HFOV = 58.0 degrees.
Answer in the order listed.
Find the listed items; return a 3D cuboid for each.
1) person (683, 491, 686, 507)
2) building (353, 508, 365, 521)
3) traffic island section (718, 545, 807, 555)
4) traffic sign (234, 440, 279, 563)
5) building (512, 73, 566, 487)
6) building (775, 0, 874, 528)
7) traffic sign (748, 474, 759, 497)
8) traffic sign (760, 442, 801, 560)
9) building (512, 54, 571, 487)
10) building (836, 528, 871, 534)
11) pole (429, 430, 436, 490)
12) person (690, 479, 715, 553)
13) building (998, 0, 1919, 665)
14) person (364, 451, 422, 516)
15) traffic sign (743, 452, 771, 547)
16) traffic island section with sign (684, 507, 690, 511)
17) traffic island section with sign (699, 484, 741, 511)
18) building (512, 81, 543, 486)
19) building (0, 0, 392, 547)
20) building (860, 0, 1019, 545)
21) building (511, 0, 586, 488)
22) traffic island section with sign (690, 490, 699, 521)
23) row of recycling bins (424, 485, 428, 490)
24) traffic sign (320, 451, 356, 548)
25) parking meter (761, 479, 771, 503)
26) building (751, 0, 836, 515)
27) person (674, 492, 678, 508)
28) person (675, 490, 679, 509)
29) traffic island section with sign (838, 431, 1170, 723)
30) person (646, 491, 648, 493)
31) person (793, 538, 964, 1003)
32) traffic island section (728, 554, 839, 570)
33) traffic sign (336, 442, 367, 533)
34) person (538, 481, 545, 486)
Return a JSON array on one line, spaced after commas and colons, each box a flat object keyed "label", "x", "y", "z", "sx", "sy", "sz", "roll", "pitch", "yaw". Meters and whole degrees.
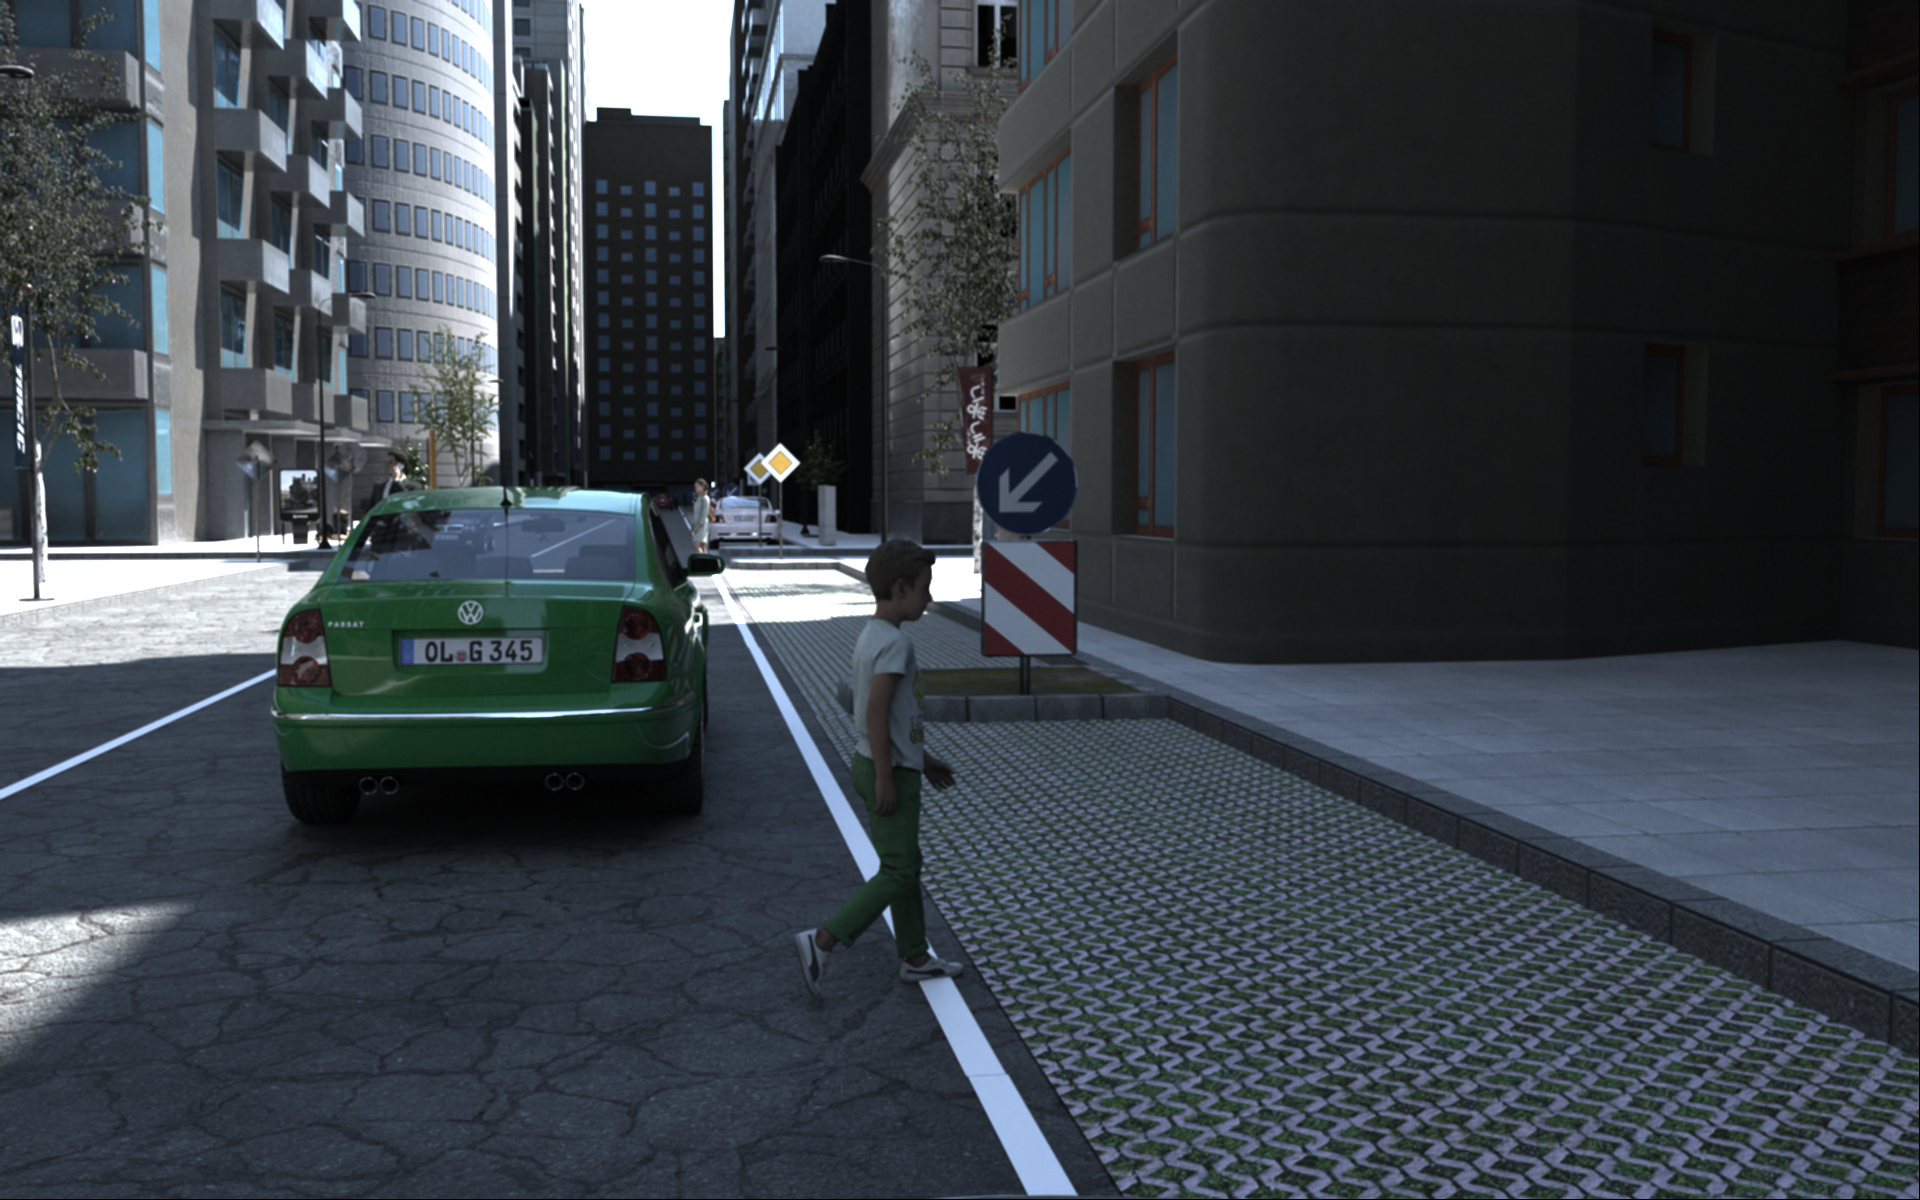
[{"label": "person", "x": -28.016, "y": -10.201, "z": 176.210, "sx": 0.530, "sy": 1.710, "sz": 0.541, "roll": 1, "pitch": 4, "yaw": 18}, {"label": "building", "x": -35.590, "y": -33.569, "z": 90.860, "sx": 21.231, "sy": 58.520, "sz": 28.212, "roll": -1, "pitch": 4, "yaw": -9}, {"label": "traffic island section", "x": -4.787, "y": -1.189, "z": 41.728, "sx": 2.009, "sy": 0.180, "sz": 2.903, "roll": -1, "pitch": 4, "yaw": -9}, {"label": "traffic sign", "x": -13.066, "y": -1.747, "z": 32.206, "sx": 0.795, "sy": 2.450, "sz": 0.064, "roll": -1, "pitch": 4, "yaw": -9}, {"label": "building", "x": -48.140, "y": -27.211, "z": 136.781, "sx": 32.217, "sy": 40.220, "sz": 23.993, "roll": -1, "pitch": 4, "yaw": -9}, {"label": "building", "x": -1.818, "y": -15.298, "z": 79.795, "sx": 12.332, "sy": 23.373, "sz": 15.834, "roll": -1, "pitch": 4, "yaw": -9}, {"label": "traffic sign", "x": -9.923, "y": -4.969, "z": 83.376, "sx": 0.606, "sy": 2.300, "sz": 0.079, "roll": 0, "pitch": 4, "yaw": -5}, {"label": "traffic sign", "x": -3.499, "y": -1.843, "z": 33.770, "sx": 0.795, "sy": 2.450, "sz": 0.064, "roll": -1, "pitch": 4, "yaw": -9}, {"label": "building", "x": -43.122, "y": -28.945, "z": 156.845, "sx": 14.154, "sy": 41.232, "sz": 14.086, "roll": -1, "pitch": 4, "yaw": -9}, {"label": "building", "x": 1.208, "y": -14.316, "z": 63.751, "sx": 12.332, "sy": 23.373, "sz": 15.834, "roll": -1, "pitch": 4, "yaw": -9}, {"label": "pole", "x": -16.698, "y": -3.734, "z": 54.896, "sx": 0.158, "sy": 3.312, "sz": 0.155, "roll": 0, "pitch": 3, "yaw": 0}, {"label": "person", "x": -4.631, "y": -1.317, "z": 31.029, "sx": 0.522, "sy": 1.701, "sz": 0.512, "roll": -2, "pitch": 4, "yaw": -30}, {"label": "building", "x": 16.476, "y": -10.037, "z": 9.141, "sx": 27.650, "sy": 21.520, "sz": 28.899, "roll": -1, "pitch": 4, "yaw": -9}, {"label": "person", "x": -6.175, "y": -0.668, "z": 18.786, "sx": 0.648, "sy": 1.900, "sz": 0.474, "roll": 0, "pitch": 4, "yaw": -8}, {"label": "traffic sign", "x": -4.809, "y": -2.324, "z": 41.647, "sx": 0.795, "sy": 2.450, "sz": 0.064, "roll": -1, "pitch": 4, "yaw": -9}, {"label": "traffic island section with sign", "x": -21.527, "y": -8.182, "z": 142.399, "sx": 1.989, "sy": 1.847, "sz": 2.006, "roll": -1, "pitch": 4, "yaw": -9}, {"label": "traffic island section with sign", "x": -8.870, "y": -3.531, "z": 66.358, "sx": 1.989, "sy": 1.847, "sz": 2.006, "roll": -1, "pitch": 4, "yaw": -9}, {"label": "building", "x": -36.752, "y": -21.284, "z": 119.690, "sx": 14.160, "sy": 30.474, "sz": 14.107, "roll": -1, "pitch": 4, "yaw": -9}, {"label": "building", "x": -31.166, "y": -26.444, "z": 51.976, "sx": 23.786, "sy": 49.044, "sz": 30.456, "roll": -1, "pitch": 4, "yaw": -9}, {"label": "building", "x": 10.081, "y": -15.469, "z": 50.186, "sx": 25.104, "sy": 27.353, "sz": 12.463, "roll": -1, "pitch": 4, "yaw": -9}, {"label": "building", "x": -49.248, "y": -45.068, "z": 175.107, "sx": 20.611, "sy": 71.187, "sz": 20.563, "roll": -1, "pitch": 4, "yaw": -9}, {"label": "traffic island section with sign", "x": -13.339, "y": -5.169, "z": 93.141, "sx": 1.989, "sy": 1.847, "sz": 2.006, "roll": -1, "pitch": 4, "yaw": -9}, {"label": "row of recycling bins", "x": -24.620, "y": -4.302, "z": 77.458, "sx": 1.069, "sy": 1.692, "sz": 3.534, "roll": -3, "pitch": 5, "yaw": -44}, {"label": "traffic sign", "x": -14.376, "y": -2.229, "z": 40.083, "sx": 0.795, "sy": 2.450, "sz": 0.064, "roll": -1, "pitch": 4, "yaw": -9}, {"label": "parking meter", "x": -7.687, "y": -3.829, "z": 68.309, "sx": 0.399, "sy": 1.863, "sz": 0.255, "roll": 0, "pitch": 4, "yaw": 7}, {"label": "building", "x": -5.932, "y": -19.848, "z": 102.007, "sx": 11.434, "sy": 29.767, "sz": 29.804, "roll": -1, "pitch": 4, "yaw": -9}, {"label": "person", "x": -29.042, "y": -10.258, "z": 177.136, "sx": 0.541, "sy": 1.710, "sz": 0.530, "roll": -2, "pitch": 4, "yaw": -27}, {"label": "person", "x": -27.074, "y": -9.610, "z": 165.605, "sx": 0.705, "sy": 1.826, "sz": 1.348, "roll": 0, "pitch": 4, "yaw": -1}, {"label": "traffic island section with sign", "x": 0.199, "y": -0.191, "z": 11.755, "sx": 1.989, "sy": 1.847, "sz": 2.006, "roll": -1, "pitch": 4, "yaw": -9}, {"label": "person", "x": -26.096, "y": -8.245, "z": 144.244, "sx": 0.436, "sy": 1.711, "sz": 0.756, "roll": 0, "pitch": 4, "yaw": 7}, {"label": "person", "x": -0.233, "y": 0.476, "z": 4.973, "sx": 0.590, "sy": 1.304, "sz": 0.306, "roll": -2, "pitch": 4, "yaw": -34}, {"label": "traffic island section", "x": -3.477, "y": -0.708, "z": 33.851, "sx": 2.009, "sy": 0.180, "sz": 2.903, "roll": -1, "pitch": 4, "yaw": -9}, {"label": "traffic sign", "x": -14.840, "y": -2.575, "z": 42.211, "sx": 0.768, "sy": 2.556, "sz": 0.104, "roll": 0, "pitch": 4, "yaw": -3}, {"label": "person", "x": -12.903, "y": -2.743, "z": 53.353, "sx": 0.555, "sy": 1.821, "sz": 0.388, "roll": 0, "pitch": 4, "yaw": -4}]
